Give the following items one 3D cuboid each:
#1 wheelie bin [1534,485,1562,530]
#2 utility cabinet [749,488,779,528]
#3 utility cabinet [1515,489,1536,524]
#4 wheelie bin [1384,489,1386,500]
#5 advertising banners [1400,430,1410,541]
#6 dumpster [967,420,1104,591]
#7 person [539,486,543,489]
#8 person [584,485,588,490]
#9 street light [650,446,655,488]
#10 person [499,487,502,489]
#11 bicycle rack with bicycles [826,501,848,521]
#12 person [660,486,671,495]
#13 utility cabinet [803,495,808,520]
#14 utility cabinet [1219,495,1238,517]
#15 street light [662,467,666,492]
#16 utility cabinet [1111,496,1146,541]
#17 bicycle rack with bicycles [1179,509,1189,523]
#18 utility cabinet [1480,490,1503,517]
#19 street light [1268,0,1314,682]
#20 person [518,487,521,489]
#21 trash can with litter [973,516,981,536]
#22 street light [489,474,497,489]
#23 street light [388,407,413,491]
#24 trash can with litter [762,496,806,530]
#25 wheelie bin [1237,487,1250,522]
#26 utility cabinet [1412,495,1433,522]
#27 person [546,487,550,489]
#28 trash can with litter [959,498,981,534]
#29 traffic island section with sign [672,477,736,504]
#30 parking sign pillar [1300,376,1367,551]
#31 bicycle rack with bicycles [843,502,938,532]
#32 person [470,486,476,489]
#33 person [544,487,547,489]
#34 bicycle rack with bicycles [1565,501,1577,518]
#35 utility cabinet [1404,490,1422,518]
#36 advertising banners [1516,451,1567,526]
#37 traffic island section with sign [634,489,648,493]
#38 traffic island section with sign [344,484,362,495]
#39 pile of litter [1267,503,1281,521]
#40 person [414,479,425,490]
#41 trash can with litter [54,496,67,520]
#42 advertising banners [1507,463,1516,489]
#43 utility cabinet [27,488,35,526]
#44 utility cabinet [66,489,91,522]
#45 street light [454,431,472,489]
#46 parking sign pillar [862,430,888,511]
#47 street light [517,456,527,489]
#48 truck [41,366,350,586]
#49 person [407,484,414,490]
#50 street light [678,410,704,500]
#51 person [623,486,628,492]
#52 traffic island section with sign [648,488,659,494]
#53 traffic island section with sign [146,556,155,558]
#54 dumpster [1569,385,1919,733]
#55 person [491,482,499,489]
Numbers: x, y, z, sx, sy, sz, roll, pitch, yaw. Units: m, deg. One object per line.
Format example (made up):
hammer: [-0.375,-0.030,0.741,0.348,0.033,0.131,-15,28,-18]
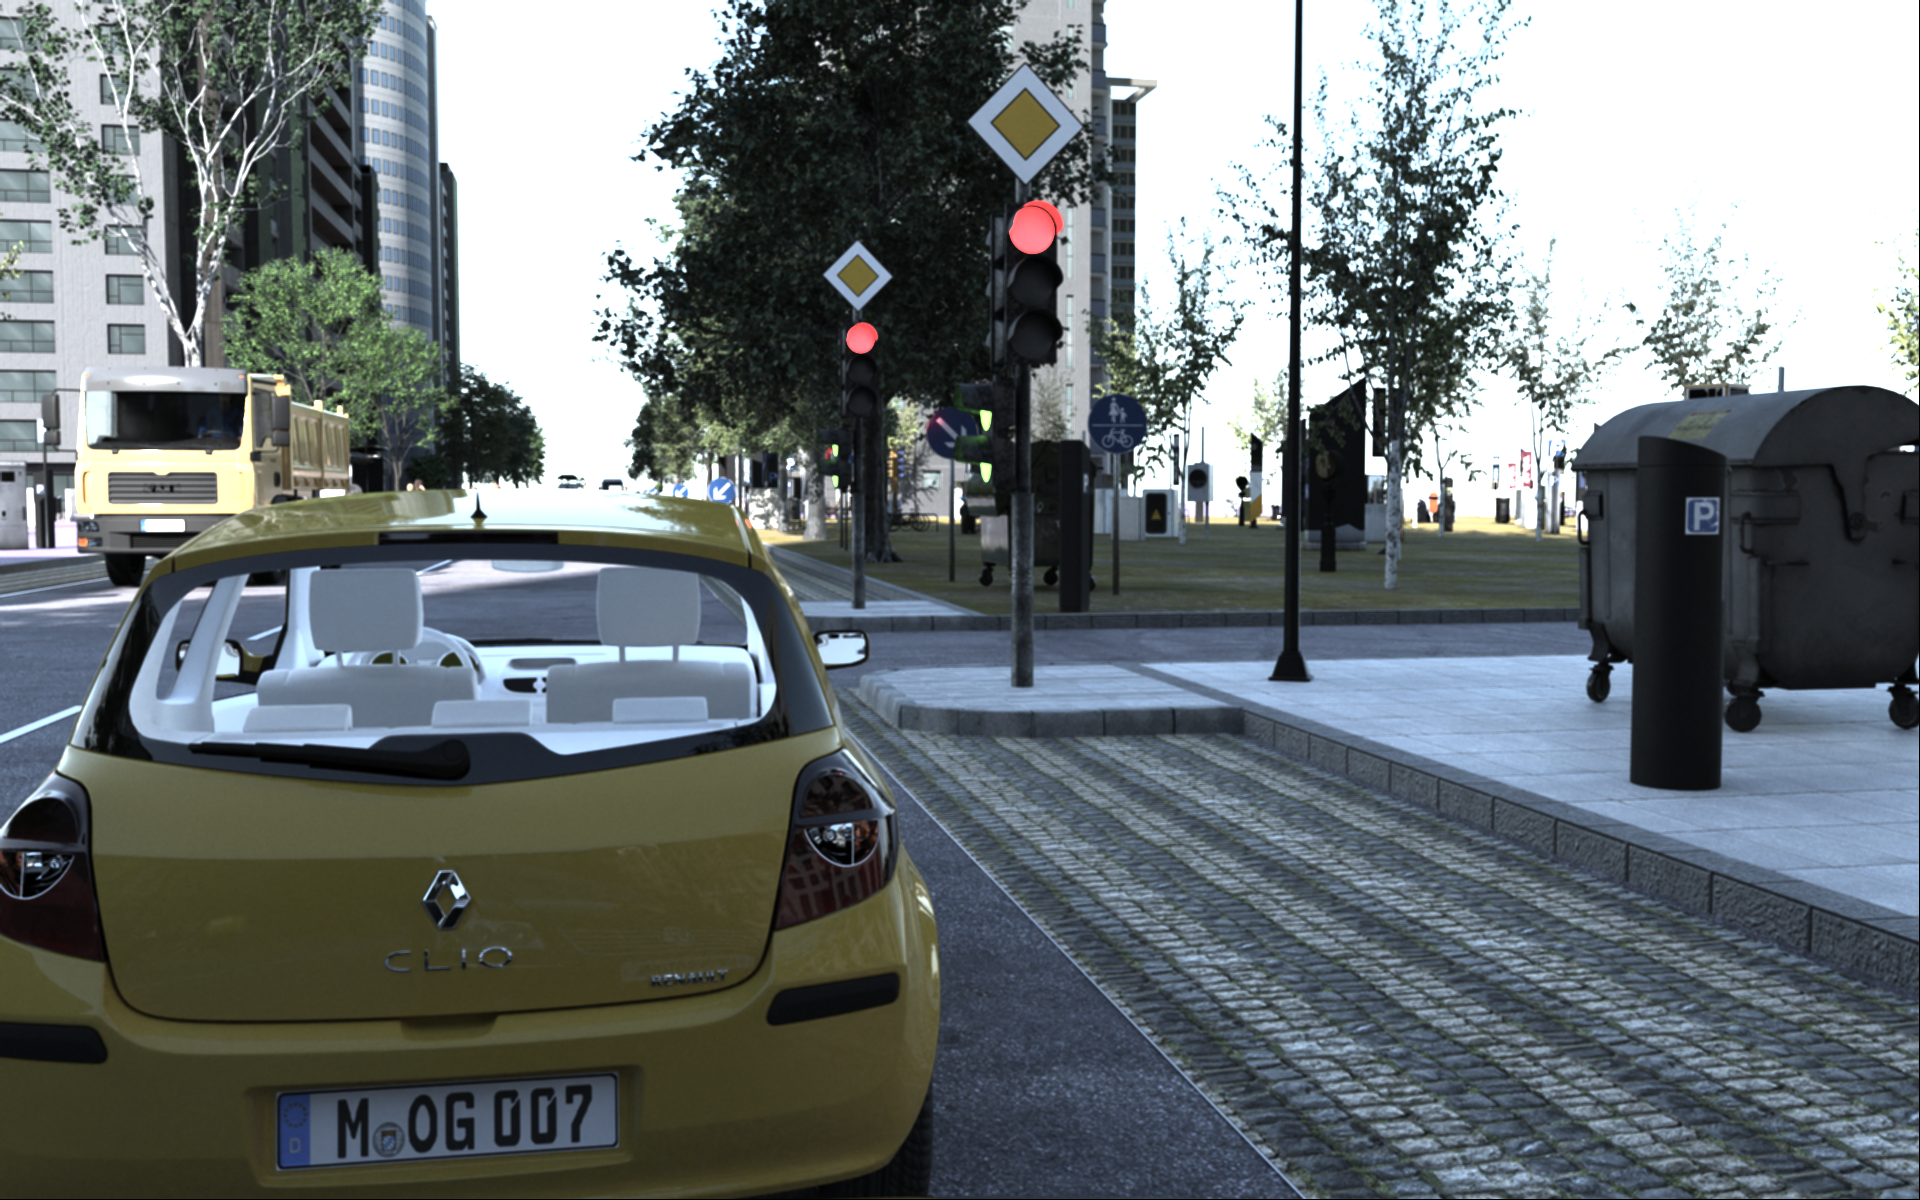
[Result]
wheelie bin: [20.785,-3.269,61.362,0.980,1.594,0.693,0,4,-5]
utility cabinet: [-7.230,-3.398,64.237,1.173,1.500,0.318,-1,4,-16]
utility cabinet: [23.926,-3.952,73.293,1.173,1.500,0.318,-3,5,-42]
wheelie bin: [23.331,-5.250,93.746,0.980,1.594,0.693,-1,4,-14]
advertising banners: [11.895,-3.096,46.800,0.090,3.025,2.074,2,4,30]
dumpster: [1.007,-1.280,23.422,1.502,2.255,1.985,-1,4,-11]
person: [-20.566,-4.665,84.869,0.616,1.811,0.778,-3,4,-36]
person: [-14.261,-3.486,65.842,0.624,1.780,0.694,-3,5,-43]
street light: [-30.960,-12.500,176.919,1.470,5.913,1.316,-1,4,-11]
person: [-20.927,-4.251,78.495,0.515,1.767,0.782,0,4,-1]
bicycle rack with bicycles: [-5.803,-4.300,83.682,2.925,0.926,2.852,-1,4,-18]
person: [-12.397,-3.926,73.178,0.782,1.767,0.515,1,4,12]
utility cabinet: [-7.456,-4.677,87.627,1.020,1.237,0.306,-3,5,-44]
utility cabinet: [15.187,-5.299,97.804,1.020,1.237,0.306,1,4,20]
street light: [-21.934,-9.738,131.756,1.470,5.913,1.316,-1,4,-11]
utility cabinet: [4.683,-2.262,48.140,1.020,1.237,0.306,3,5,44]
bicycle rack with bicycles: [8.757,-3.819,75.823,2.852,0.926,2.925,2,4,23]
utility cabinet: [29.558,-5.363,96.364,1.173,1.500,0.318,1,4,16]
street light: [1.761,-2.396,11.713,1.470,5.913,1.316,-1,4,-11]
person: [-23.353,-5.066,91.533,0.583,1.804,0.606,0,4,-5]
trash can with litter: [1.631,-2.586,53.332,2.233,1.210,1.678,3,4,37]
street light: [-44.322,-11.778,165.105,1.470,5.913,1.316,-1,4,-11]
street light: [-29.706,-7.304,91.955,1.470,5.913,1.316,-1,4,-11]
trash can with litter: [-6.358,-3.146,62.489,2.233,1.210,1.678,-3,5,-41]
wheelie bin: [13.460,-4.474,81.055,0.980,1.594,0.693,1,4,11]
utility cabinet: [21.596,-4.251,80.673,1.020,1.237,0.306,-1,4,-16]
person: [-20.587,-4.745,86.427,0.374,1.781,0.599,2,4,33]
trash can with litter: [0.500,-2.693,55.422,1.055,1.170,0.624,2,4,30]
traffic island section with sign: [-5.888,-2.025,41.738,1.989,1.847,2.006,-1,4,-11]
parking sign pillar: [8.575,-3.125,39.573,1.447,3.967,1.447,0,4,-2]
bicycle rack with bicycles: [-2.135,-2.821,59.500,2.925,0.926,2.852,-1,4,-23]
person: [-17.116,-3.134,60.571,0.643,1.720,0.563,1,4,9]
person: [-26.316,-6.250,110.315,1.348,1.869,0.705,-2,4,-27]
bicycle rack with bicycles: [32.013,-4.867,92.953,2.925,0.926,2.852,2,4,31]
utility cabinet: [24.133,-5.139,92.700,0.318,1.500,1.173,-3,5,-43]
advertising banners: [23.722,-4.542,70.444,2.074,3.025,0.090,-1,4,-9]
traffic island section with sign: [-26.159,-8.274,143.905,1.989,1.847,2.006,-1,4,-11]
traffic island section with sign: [-23.081,-3.503,65.903,1.989,1.847,2.006,-1,4,-11]
pile of litter: [15.587,-4.308,84.397,1.176,0.858,1.719,0,4,-4]
person: [-13.441,-2.094,42.985,0.600,1.795,0.529,3,5,42]
trash can with litter: [-44.250,-4.560,85.617,1.678,1.210,2.233,1,4,16]
advertising banners: [31.485,-6.131,96.422,2.074,3.025,0.090,0,4,5]
utility cabinet: [-36.216,-3.642,68.224,1.173,1.500,0.318,2,4,28]
utility cabinet: [-40.486,-4.341,79.661,0.318,1.500,1.173,2,4,26]
street light: [-36.915,-9.537,128.475,1.470,5.913,1.316,-1,4,-11]
parking sign pillar: [-3.639,-5.034,70.773,1.447,3.967,1.447,-1,4,-14]
street light: [-53.325,-14.567,210.711,1.470,5.913,1.316,-1,4,-11]
truck: [-12.470,-2.049,29.423,3.469,3.379,9.791,-1,4,-10]
person: [-18.298,-2.985,57.665,0.694,1.780,0.624,-2,4,-30]
street light: [-14.645,-7.484,94.910,1.470,5.913,1.316,-1,4,-11]
person: [-16.073,-4.624,84.117,0.660,1.820,0.620,3,5,44]
traffic island section with sign: [-11.130,-3.642,68.180,1.989,1.847,2.006,-1,4,-11]
traffic island section with sign: [-17.821,-1.881,39.380,1.989,1.847,2.006,-1,4,-11]
dumpster: [4.575,-0.262,10.049,1.264,1.857,1.865,-1,4,-11]
person: [-14.451,-2.793,54.355,0.592,1.802,0.473,1,4,18]
